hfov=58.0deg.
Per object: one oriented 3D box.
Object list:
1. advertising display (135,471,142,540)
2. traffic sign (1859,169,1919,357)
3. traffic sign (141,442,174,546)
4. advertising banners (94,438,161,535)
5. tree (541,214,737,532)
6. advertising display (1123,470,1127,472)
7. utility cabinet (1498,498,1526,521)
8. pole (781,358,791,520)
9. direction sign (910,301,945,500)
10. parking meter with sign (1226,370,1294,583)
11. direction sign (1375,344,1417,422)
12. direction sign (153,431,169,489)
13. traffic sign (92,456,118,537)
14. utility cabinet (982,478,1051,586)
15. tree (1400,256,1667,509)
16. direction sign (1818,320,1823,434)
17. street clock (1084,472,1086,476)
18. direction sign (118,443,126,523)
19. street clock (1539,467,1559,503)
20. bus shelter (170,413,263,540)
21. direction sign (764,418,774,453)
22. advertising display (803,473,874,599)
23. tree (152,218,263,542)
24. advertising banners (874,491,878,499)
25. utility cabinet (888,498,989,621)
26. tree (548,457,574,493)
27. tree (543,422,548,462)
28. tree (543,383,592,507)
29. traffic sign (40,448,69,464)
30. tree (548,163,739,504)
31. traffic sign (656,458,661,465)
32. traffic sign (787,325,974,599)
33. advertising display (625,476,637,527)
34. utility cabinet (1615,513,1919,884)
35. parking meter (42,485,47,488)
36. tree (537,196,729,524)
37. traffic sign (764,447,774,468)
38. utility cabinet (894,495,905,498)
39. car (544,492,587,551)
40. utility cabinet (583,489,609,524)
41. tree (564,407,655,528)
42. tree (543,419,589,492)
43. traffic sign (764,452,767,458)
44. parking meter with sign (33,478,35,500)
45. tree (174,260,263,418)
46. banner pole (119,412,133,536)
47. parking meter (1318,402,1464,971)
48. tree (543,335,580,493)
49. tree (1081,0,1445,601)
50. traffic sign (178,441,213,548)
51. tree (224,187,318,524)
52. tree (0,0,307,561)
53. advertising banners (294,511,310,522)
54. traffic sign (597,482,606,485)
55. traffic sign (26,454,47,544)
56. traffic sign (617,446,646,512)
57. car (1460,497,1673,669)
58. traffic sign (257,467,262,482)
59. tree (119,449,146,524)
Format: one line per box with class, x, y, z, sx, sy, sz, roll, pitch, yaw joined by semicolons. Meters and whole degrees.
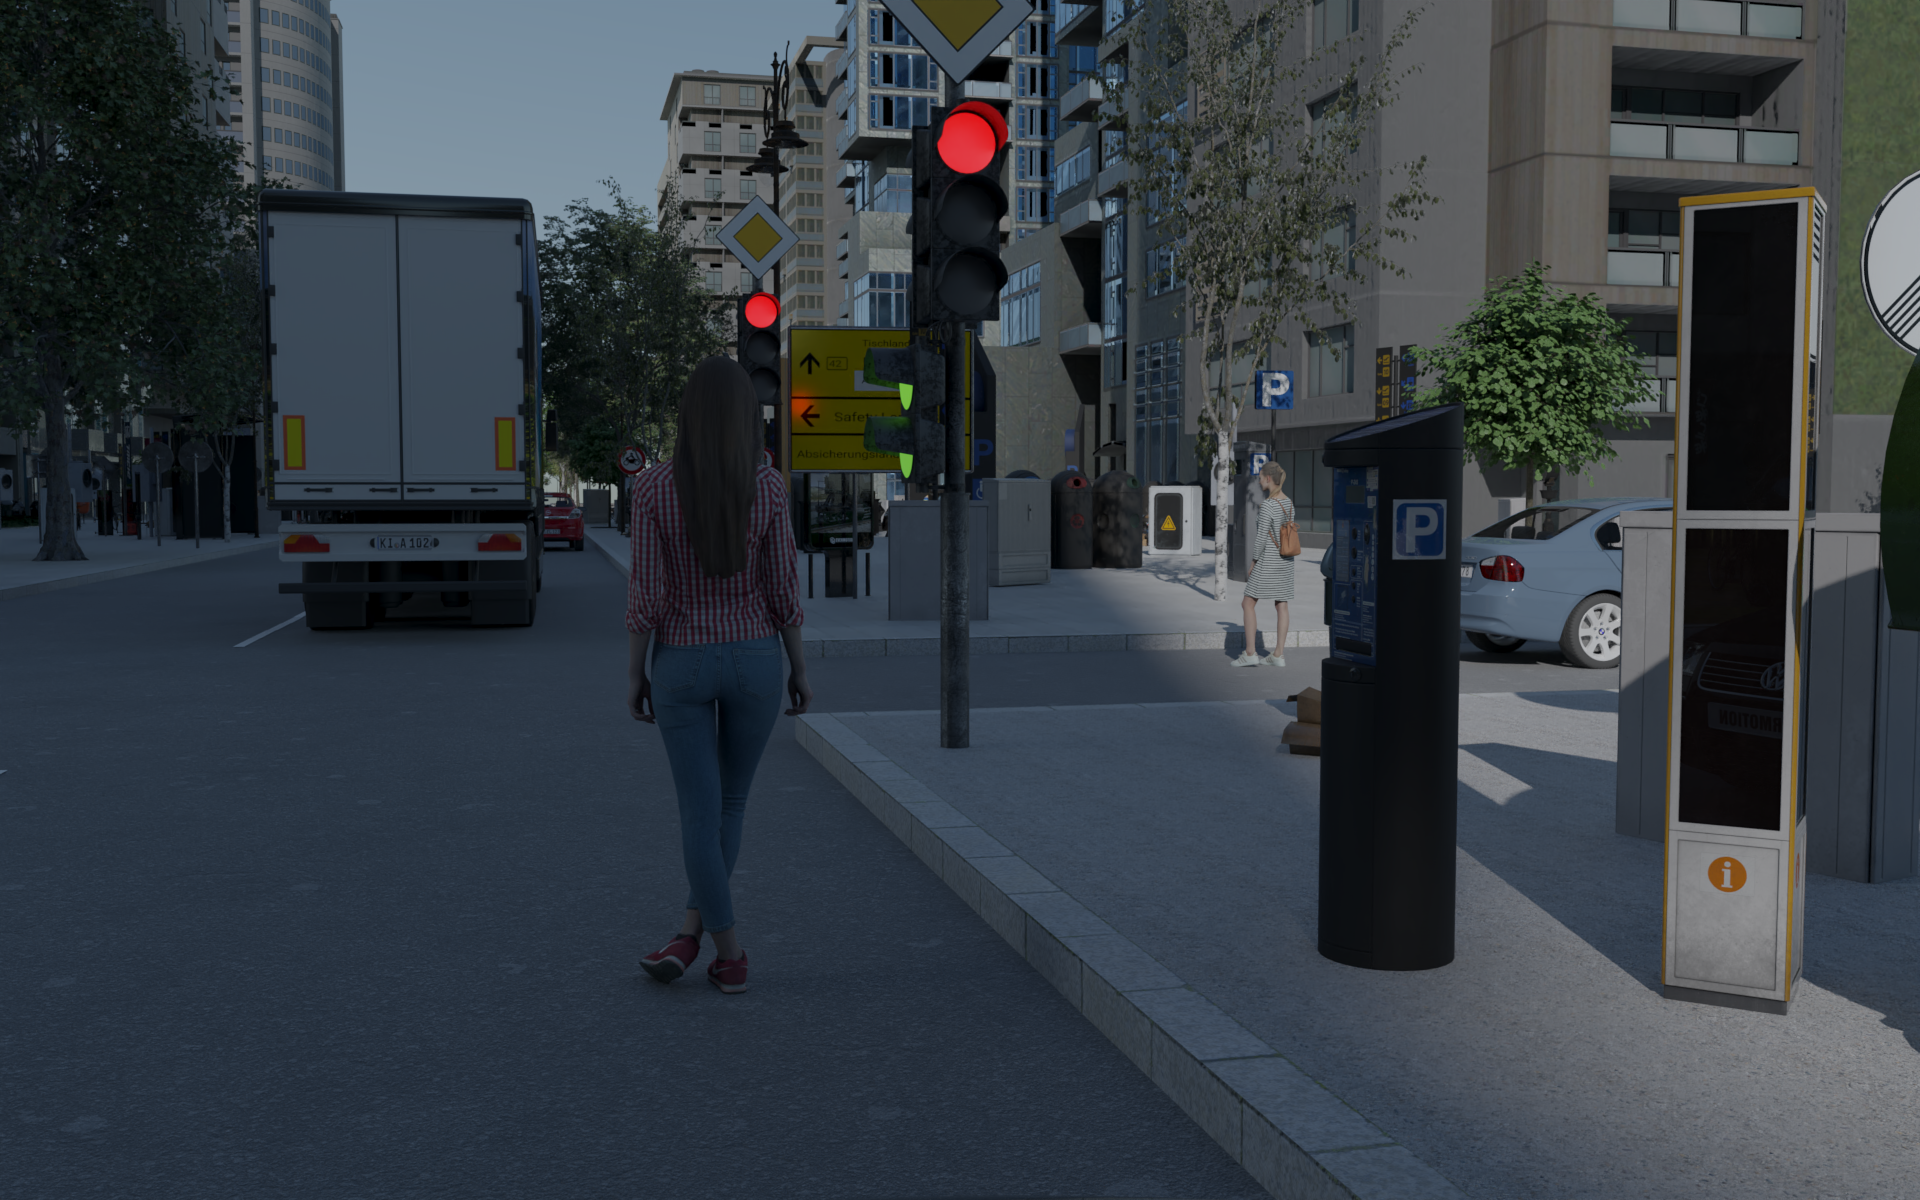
advertising display;-23.238;-2.677;48.983;0.123;1.923;0.974;-2;4;-26
traffic sign;3.817;-0.408;6.773;0.768;2.556;0.104;0;4;-8
traffic sign;-19.673;-2.591;42.473;0.768;2.556;0.104;0;4;-4
advertising banners;-25.754;-3.514;53.640;2.074;3.025;0.090;0;4;-3
tree;-11.526;-7.594;58.578;8.767;10.594;7.601;-1;4;-14
advertising display;4.479;-2.586;47.490;0.123;1.923;0.974;1;4;10
utility cabinet;9.603;-1.162;30.160;0.306;1.237;1.020;0;4;6
pole;-2.654;-1.972;26.079;0.158;3.312;0.155;0;3;0
direction sign;-0.287;-1.704;19.862;0.379;3.537;0.876;-3;5;-41
parking meter with sign;4.312;-1.778;25.324;0.543;3.016;1.738;-1;4;-8
direction sign;6.677;-2.117;26.610;0.379;3.537;0.876;-2;4;-28
direction sign;-28.911;-4.327;62.749;0.876;3.537;0.379;2;4;32
traffic sign;-25.816;-3.125;52.280;0.795;2.450;0.064;-1;4;-13
utility cabinet;0.809;-0.955;24.285;0.318;1.500;1.173;3;5;40
tree;7.911;-2.452;23.810;4.285;4.588;4.351;0;3;0
direction sign;10.806;-1.864;22.472;0.876;3.537;0.379;-1;4;-21
street clock;3.674;-2.985;53.379;0.358;2.002;0.471;2;4;35
direction sign;-37.545;-5.243;77.712;0.379;3.537;0.876;0;4;-6
street clock;11.100;-1.718;32.662;0.358;2.002;0.471;0;4;0
bus shelter;-22.062;-3.703;51.823;1.731;3.624;6.357;-1;4;-14
direction sign;-5.730;-3.664;51.899;0.379;3.537;0.876;-3;4;-37
advertising display;-1.500;-0.996;21.503;0.974;1.923;0.123;-3;4;-37
tree;-19.482;-5.845;45.932;4.360;8.622;3.978;0;3;0
advertising banners;-4.233;-4.345;67.230;2.074;3.025;0.090;0;4;-5
utility cabinet;-0.222;-0.398;17.673;1.020;1.237;0.306;0;4;-2
tree;-49.847;-16.299;216.850;4.737;8.622;4.395;0;3;0
tree;-27.801;-10.611;123.857;4.360;8.622;3.978;0;3;0
tree;-31.557;-13.224;141.969;9.928;11.665;9.643;0;3;0
traffic sign;-24.208;-2.824;46.281;0.768;2.556;0.104;0;4;-6
tree;-6.995;-5.433;39.189;4.360;8.622;3.978;0;3;0
traffic sign;-10.963;-3.854;63.013;0.884;2.594;0.081;-1;4;-12
traffic sign;-0.960;-1.667;21.121;2.265;3.308;0.079;0;4;-7
advertising display;-11.858;-3.534;62.993;0.974;1.923;0.123;-1;4;-12
utility cabinet;2.859;0.306;6.162;0.306;1.237;1.020;-2;4;-31
parking meter;-25.852;-2.494;49.186;0.372;1.533;0.369;0;3;0
tree;-14.433;-10.258;74.380;9.857;13.997;8.962;0;3;0
traffic sign;-5.313;-2.836;46.474;0.768;2.556;0.104;0;4;-4
utility cabinet;-2.723;-4.410;83.272;0.306;1.237;1.020;3;5;39
car;-10.722;-2.185;44.761;2.155;1.783;4.494;-1;4;-15
utility cabinet;-15.530;-3.991;73.936;0.318;1.500;1.173;3;4;38
tree;-13.266;-5.010;65.634;4.285;4.588;4.351;0;3;0
tree;-52.628;-19.041;228.319;9.611;12.733;9.660;0;3;0
traffic sign;-3.311;-1.576;25.771;0.884;2.594;0.081;-1;4;-11
parking meter with sign;-40.544;-4.974;77.586;1.738;3.016;0.543;-1;4;-23
tree;-23.715;-7.709;60.453;7.601;10.594;8.767;0;4;-7
banner pole;-25.430;-3.844;52.873;0.401;3.779;0.863;-3;5;-44
parking meter;1.188;0.221;4.790;0.372;1.533;0.369;0;3;0
tree;-43.849;-20.833;196.513;12.611;20.169;13.585;0;3;0
tree;3.375;-4.303;20.723;4.360;8.622;3.978;0;3;0
traffic sign;-18.006;-2.491;40.834;0.768;2.556;0.104;-1;4;-11
tree;-26.602;-9.795;70.512;12.009;13.543;11.850;0;3;0
tree;-17.503;-7.109;33.240;9.611;12.733;9.660;0;3;0
advertising banners;-29.374;-4.938;76.919;0.090;3.025;2.074;-3;5;-42
traffic sign;-17.691;-5.254;85.900;0.884;2.594;0.081;-1;4;-10
traffic sign;-23.666;-2.593;44.520;0.606;2.300;0.079;0;4;-6
traffic sign;-8.618;-2.776;45.497;0.768;2.556;0.104;-1;4;-9
car;6.275;-0.198;15.246;4.499;1.417;2.014;-1;4;-14
traffic sign;-31.895;-4.775;78.176;0.768;2.556;0.104;0;4;-4
tree;-35.329;-4.889;74.533;1.663;3.219;1.824;0;3;0
